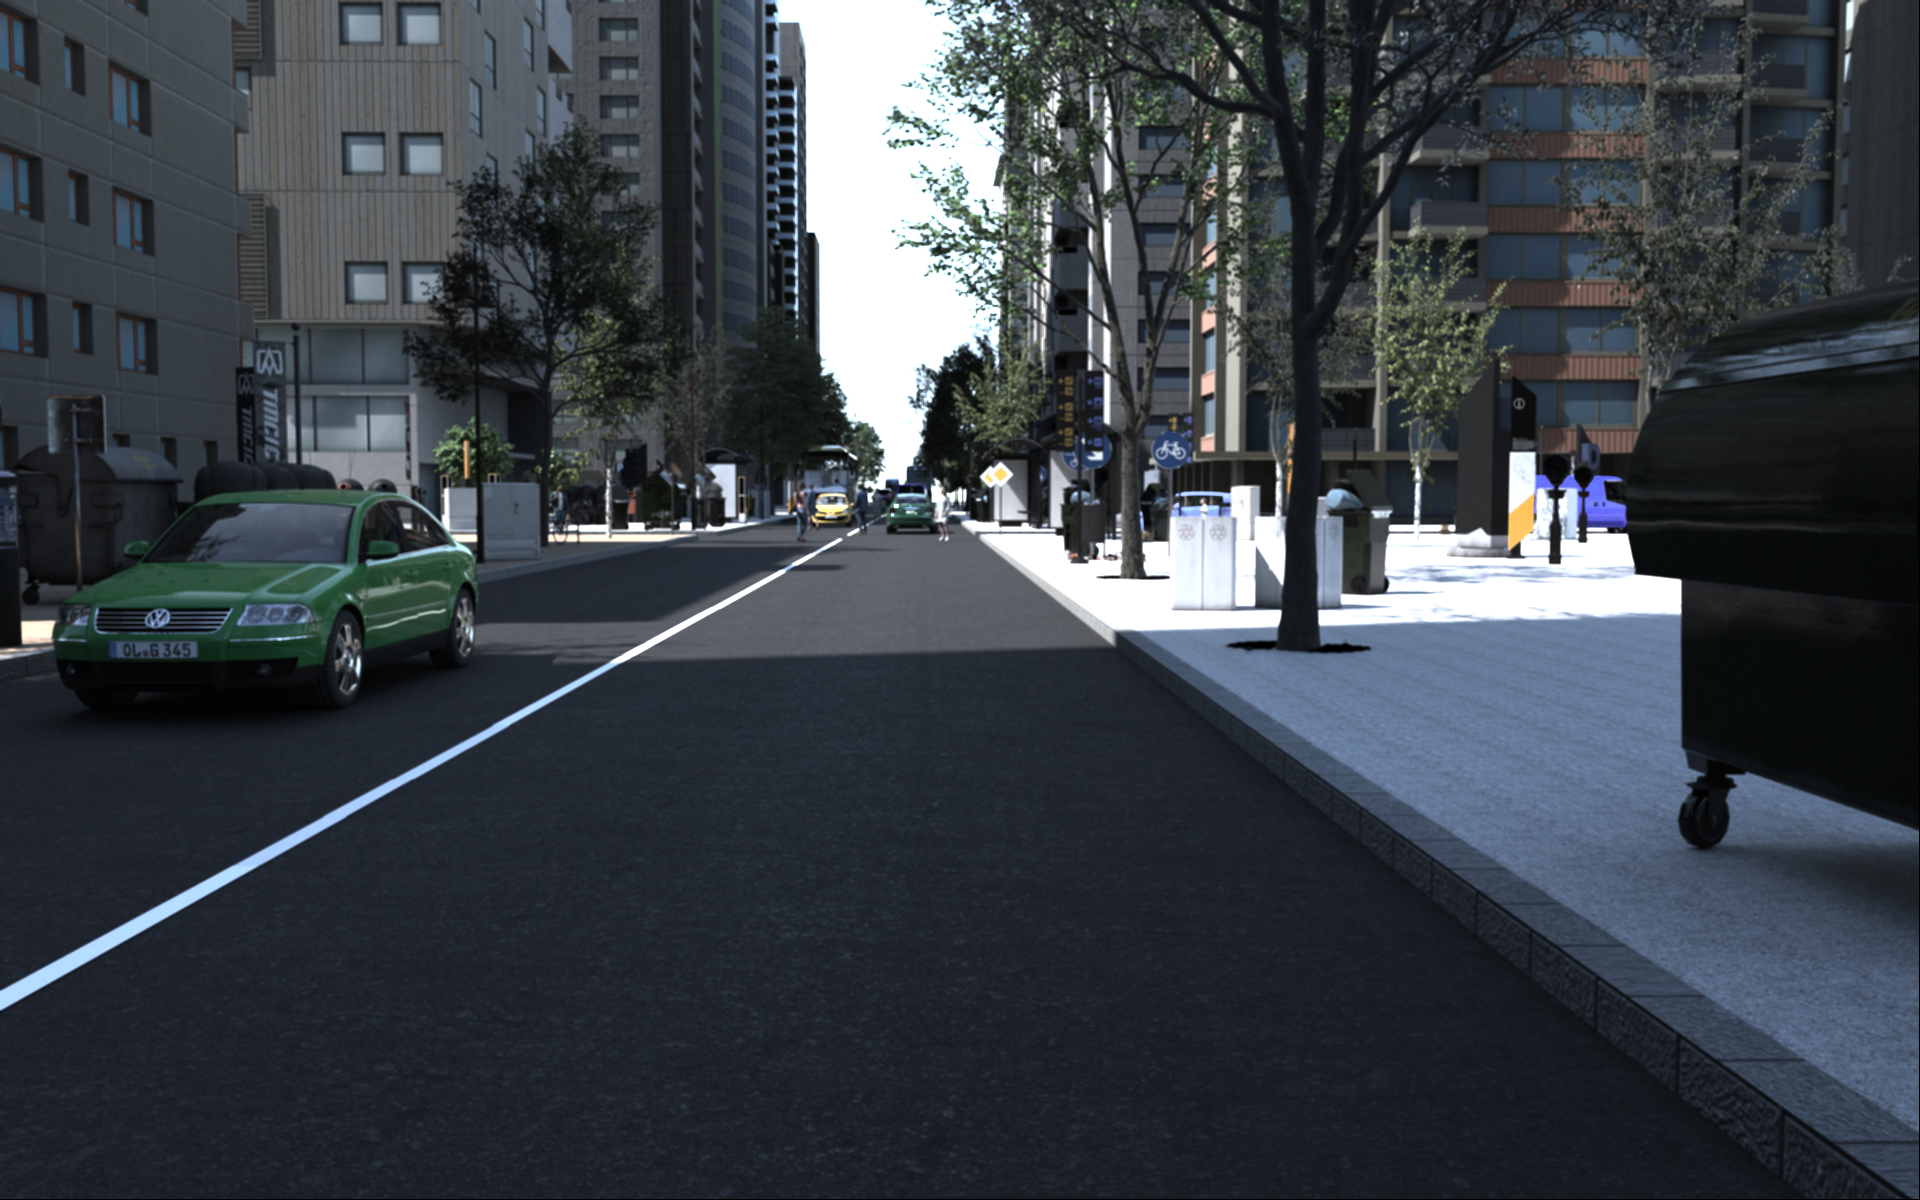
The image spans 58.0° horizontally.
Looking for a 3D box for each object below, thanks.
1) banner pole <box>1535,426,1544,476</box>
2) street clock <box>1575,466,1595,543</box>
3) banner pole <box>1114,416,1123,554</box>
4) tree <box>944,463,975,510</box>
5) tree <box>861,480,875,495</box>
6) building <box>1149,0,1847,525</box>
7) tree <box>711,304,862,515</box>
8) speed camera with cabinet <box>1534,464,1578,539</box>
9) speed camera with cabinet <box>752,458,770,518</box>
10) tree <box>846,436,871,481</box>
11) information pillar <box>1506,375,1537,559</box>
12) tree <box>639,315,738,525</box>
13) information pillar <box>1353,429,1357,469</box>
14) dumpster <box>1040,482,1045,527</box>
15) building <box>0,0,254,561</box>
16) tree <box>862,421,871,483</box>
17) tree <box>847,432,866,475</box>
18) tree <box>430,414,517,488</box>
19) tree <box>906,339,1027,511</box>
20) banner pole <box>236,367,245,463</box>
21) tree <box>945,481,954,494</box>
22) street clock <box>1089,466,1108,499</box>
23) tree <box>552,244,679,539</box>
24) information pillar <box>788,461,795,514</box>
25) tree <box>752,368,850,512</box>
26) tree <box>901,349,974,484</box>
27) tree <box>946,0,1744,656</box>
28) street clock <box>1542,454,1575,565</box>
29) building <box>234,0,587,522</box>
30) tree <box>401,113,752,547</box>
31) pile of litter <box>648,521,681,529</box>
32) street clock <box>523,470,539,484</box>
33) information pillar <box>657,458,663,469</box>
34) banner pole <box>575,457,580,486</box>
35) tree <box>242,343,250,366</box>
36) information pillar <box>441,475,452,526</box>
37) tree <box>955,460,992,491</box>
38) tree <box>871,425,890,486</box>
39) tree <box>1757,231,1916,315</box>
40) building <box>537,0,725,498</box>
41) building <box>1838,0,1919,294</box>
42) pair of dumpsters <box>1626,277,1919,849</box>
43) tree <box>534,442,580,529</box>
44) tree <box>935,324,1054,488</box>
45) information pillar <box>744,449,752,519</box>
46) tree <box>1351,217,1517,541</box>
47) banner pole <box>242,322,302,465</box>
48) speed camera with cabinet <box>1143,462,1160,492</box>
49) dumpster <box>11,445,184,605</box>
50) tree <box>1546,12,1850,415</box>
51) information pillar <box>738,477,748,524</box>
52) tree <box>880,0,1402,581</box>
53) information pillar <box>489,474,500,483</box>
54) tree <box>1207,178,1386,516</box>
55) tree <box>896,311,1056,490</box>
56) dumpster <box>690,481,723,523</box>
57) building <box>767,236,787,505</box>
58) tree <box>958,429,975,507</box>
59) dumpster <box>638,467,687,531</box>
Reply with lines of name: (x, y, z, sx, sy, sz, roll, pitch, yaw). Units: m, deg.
banner pole: (21.171, -4.514, 63.817, 0.863, 3.779, 0.401, 3, 4, 36)
street clock: (16.253, -2.482, 45.147, 0.471, 2.002, 0.358, 2, 4, 35)
banner pole: (3.522, -2.870, 36.943, 0.401, 3.779, 0.863, 0, 4, -4)
tree: (0.259, -9.537, 139.649, 4.285, 4.588, 4.351, 0, 3, 0)
tree: (-14.936, -17.794, 285.528, 1.663, 3.219, 1.824, 0, 3, 0)
building: (23.707, -26.000, 79.717, 28.867, 44.769, 22.147, 0, 4, -1)
tree: (-10.933, -11.367, 103.975, 7.486, 12.596, 7.792, 0, 3, 0)
speed camera with cabinet: (16.739, -3.396, 49.862, 0.660, 3.252, 2.038, -3, 4, -38)
speed camera with cabinet: (-10.854, -6.124, 94.458, 0.660, 3.252, 2.038, -1, 4, -20)
tree: (-13.153, -16.065, 213.029, 4.737, 8.622, 4.395, 0, 3, 0)
information pillar: (11.083, -2.619, 34.172, 0.504, 3.616, 0.183, 0, 4, 4)
tree: (-10.862, -7.342, 70.406, 4.360, 8.622, 3.978, 0, 3, 0)
information pillar: (14.125, -4.317, 61.942, 0.183, 3.616, 0.504, 1, 4, 17)
dumpster: (2.725, -3.871, 69.044, 1.264, 1.857, 1.865, 0, 4, -1)
building: (-31.365, -11.178, 27.804, 28.899, 21.520, 27.650, 0, 4, -1)
tree: (-11.693, -13.080, 131.992, 7.486, 12.596, 7.792, 0, 3, 0)
tree: (-12.938, -15.595, 205.345, 4.360, 8.622, 3.978, 0, 3, 0)
tree: (-19.971, -5.348, 71.159, 4.285, 4.588, 4.351, 0, 3, 0)
tree: (0.745, -12.913, 128.129, 9.611, 12.733, 9.660, 0, 3, 0)
banner pole: (-12.213, -2.447, 30.024, 0.863, 3.779, 0.401, 1, 4, 22)
tree: (-1.094, -11.418, 181.282, 1.663, 3.219, 1.824, 0, 3, 0)
street clock: (3.597, -2.473, 45.006, 0.471, 2.002, 0.358, -1, 4, -12)
tree: (-10.101, -6.087, 49.891, 4.737, 8.622, 4.395, 0, 3, 0)
information pillar: (-10.754, -7.293, 110.594, 0.183, 3.616, 0.504, 3, 5, 45)
tree: (-11.631, -11.442, 121.481, 8.767, 10.594, 7.601, -3, 4, -36)
tree: (-0.506, -22.444, 222.846, 12.611, 20.169, 13.585, 0, 3, 0)
tree: (2.904, -6.325, 13.785, 12.009, 13.543, 11.850, 0, 3, 0)
street clock: (10.836, -1.646, 31.487, 0.471, 2.002, 0.358, 2, 4, 33)
building: (-34.710, -30.336, 85.238, 28.713, 52.752, 27.495, 0, 4, -1)
tree: (-9.824, -6.574, 41.900, 7.601, 10.594, 8.767, -1, 4, -19)
pile of litter: (-11.223, -3.099, 64.638, 1.719, 0.858, 1.176, 3, 4, 36)
street clock: (-13.144, -2.967, 53.087, 0.358, 2.002, 0.471, 2, 4, 29)
information pillar: (-19.600, -7.449, 113.150, 0.504, 3.616, 0.183, 2, 4, 25)
banner pole: (-23.420, -7.098, 106.065, 0.401, 3.779, 0.863, 1, 4, 10)
tree: (-29.635, -7.205, 68.160, 4.737, 8.622, 4.395, 0, 3, 0)
information pillar: (-20.302, -3.915, 68.500, 0.304, 2.012, 0.304, 1, 4, 14)
tree: (1.099, -6.233, 96.507, 1.663, 3.219, 1.824, 0, 3, 0)
tree: (-14.369, -21.262, 265.758, 7.486, 12.596, 7.792, 0, 3, 0)
tree: (26.417, -6.145, 50.830, 4.360, 8.622, 3.978, 0, 3, 0)
building: (-24.486, -26.808, 121.897, 14.154, 41.232, 14.086, 0, 4, -1)
building: (59.828, -30.177, 82.626, 27.495, 52.752, 28.713, 0, 4, -1)
pair of dumpsters: (3.271, -0.106, 4.221, 1.574, 2.255, 4.437, 0, 4, -1)
tree: (-14.921, -4.261, 64.262, 1.663, 3.219, 1.824, 0, 3, 0)
tree: (2.038, -7.611, 74.810, 4.737, 8.622, 4.395, 0, 3, 0)
information pillar: (-10.982, -6.010, 89.611, 0.183, 3.616, 0.504, 2, 4, 31)
tree: (12.731, -5.915, 47.075, 4.737, 8.622, 4.395, 0, 3, 0)
banner pole: (-9.821, -2.147, 25.125, 0.863, 3.779, 0.401, -3, 5, -41)
speed camera with cabinet: (7.423, -4.445, 67.011, 0.660, 3.252, 2.038, 0, 4, 8)
dumpster: (-10.264, -0.912, 20.674, 1.264, 1.857, 1.865, 0, 4, -1)
tree: (11.072, -4.659, 26.545, 4.360, 8.622, 3.978, 0, 3, 0)
information pillar: (-9.263, -4.246, 73.912, 0.304, 2.012, 0.304, 1, 4, 13)
tree: (2.664, -6.128, 25.948, 9.928, 11.665, 9.643, 0, 3, 0)
information pillar: (-16.794, -3.549, 62.521, 0.304, 2.012, 0.304, 1, 4, 17)
tree: (7.883, -5.562, 41.302, 4.360, 8.622, 3.978, 0, 3, 0)
tree: (0.946, -9.444, 88.830, 8.767, 10.594, 7.601, -1, 4, -11)
dumpster: (-10.948, -4.220, 74.750, 1.264, 1.857, 1.865, 0, 4, -1)
building: (-26.922, -25.727, 192.337, 14.160, 30.474, 14.107, 0, 4, -1)
tree: (0.499, -13.367, 168.909, 4.360, 8.622, 3.978, 0, 3, 0)
dumpster: (-10.524, -3.595, 61.265, 1.502, 2.255, 1.985, 0, 4, -1)
